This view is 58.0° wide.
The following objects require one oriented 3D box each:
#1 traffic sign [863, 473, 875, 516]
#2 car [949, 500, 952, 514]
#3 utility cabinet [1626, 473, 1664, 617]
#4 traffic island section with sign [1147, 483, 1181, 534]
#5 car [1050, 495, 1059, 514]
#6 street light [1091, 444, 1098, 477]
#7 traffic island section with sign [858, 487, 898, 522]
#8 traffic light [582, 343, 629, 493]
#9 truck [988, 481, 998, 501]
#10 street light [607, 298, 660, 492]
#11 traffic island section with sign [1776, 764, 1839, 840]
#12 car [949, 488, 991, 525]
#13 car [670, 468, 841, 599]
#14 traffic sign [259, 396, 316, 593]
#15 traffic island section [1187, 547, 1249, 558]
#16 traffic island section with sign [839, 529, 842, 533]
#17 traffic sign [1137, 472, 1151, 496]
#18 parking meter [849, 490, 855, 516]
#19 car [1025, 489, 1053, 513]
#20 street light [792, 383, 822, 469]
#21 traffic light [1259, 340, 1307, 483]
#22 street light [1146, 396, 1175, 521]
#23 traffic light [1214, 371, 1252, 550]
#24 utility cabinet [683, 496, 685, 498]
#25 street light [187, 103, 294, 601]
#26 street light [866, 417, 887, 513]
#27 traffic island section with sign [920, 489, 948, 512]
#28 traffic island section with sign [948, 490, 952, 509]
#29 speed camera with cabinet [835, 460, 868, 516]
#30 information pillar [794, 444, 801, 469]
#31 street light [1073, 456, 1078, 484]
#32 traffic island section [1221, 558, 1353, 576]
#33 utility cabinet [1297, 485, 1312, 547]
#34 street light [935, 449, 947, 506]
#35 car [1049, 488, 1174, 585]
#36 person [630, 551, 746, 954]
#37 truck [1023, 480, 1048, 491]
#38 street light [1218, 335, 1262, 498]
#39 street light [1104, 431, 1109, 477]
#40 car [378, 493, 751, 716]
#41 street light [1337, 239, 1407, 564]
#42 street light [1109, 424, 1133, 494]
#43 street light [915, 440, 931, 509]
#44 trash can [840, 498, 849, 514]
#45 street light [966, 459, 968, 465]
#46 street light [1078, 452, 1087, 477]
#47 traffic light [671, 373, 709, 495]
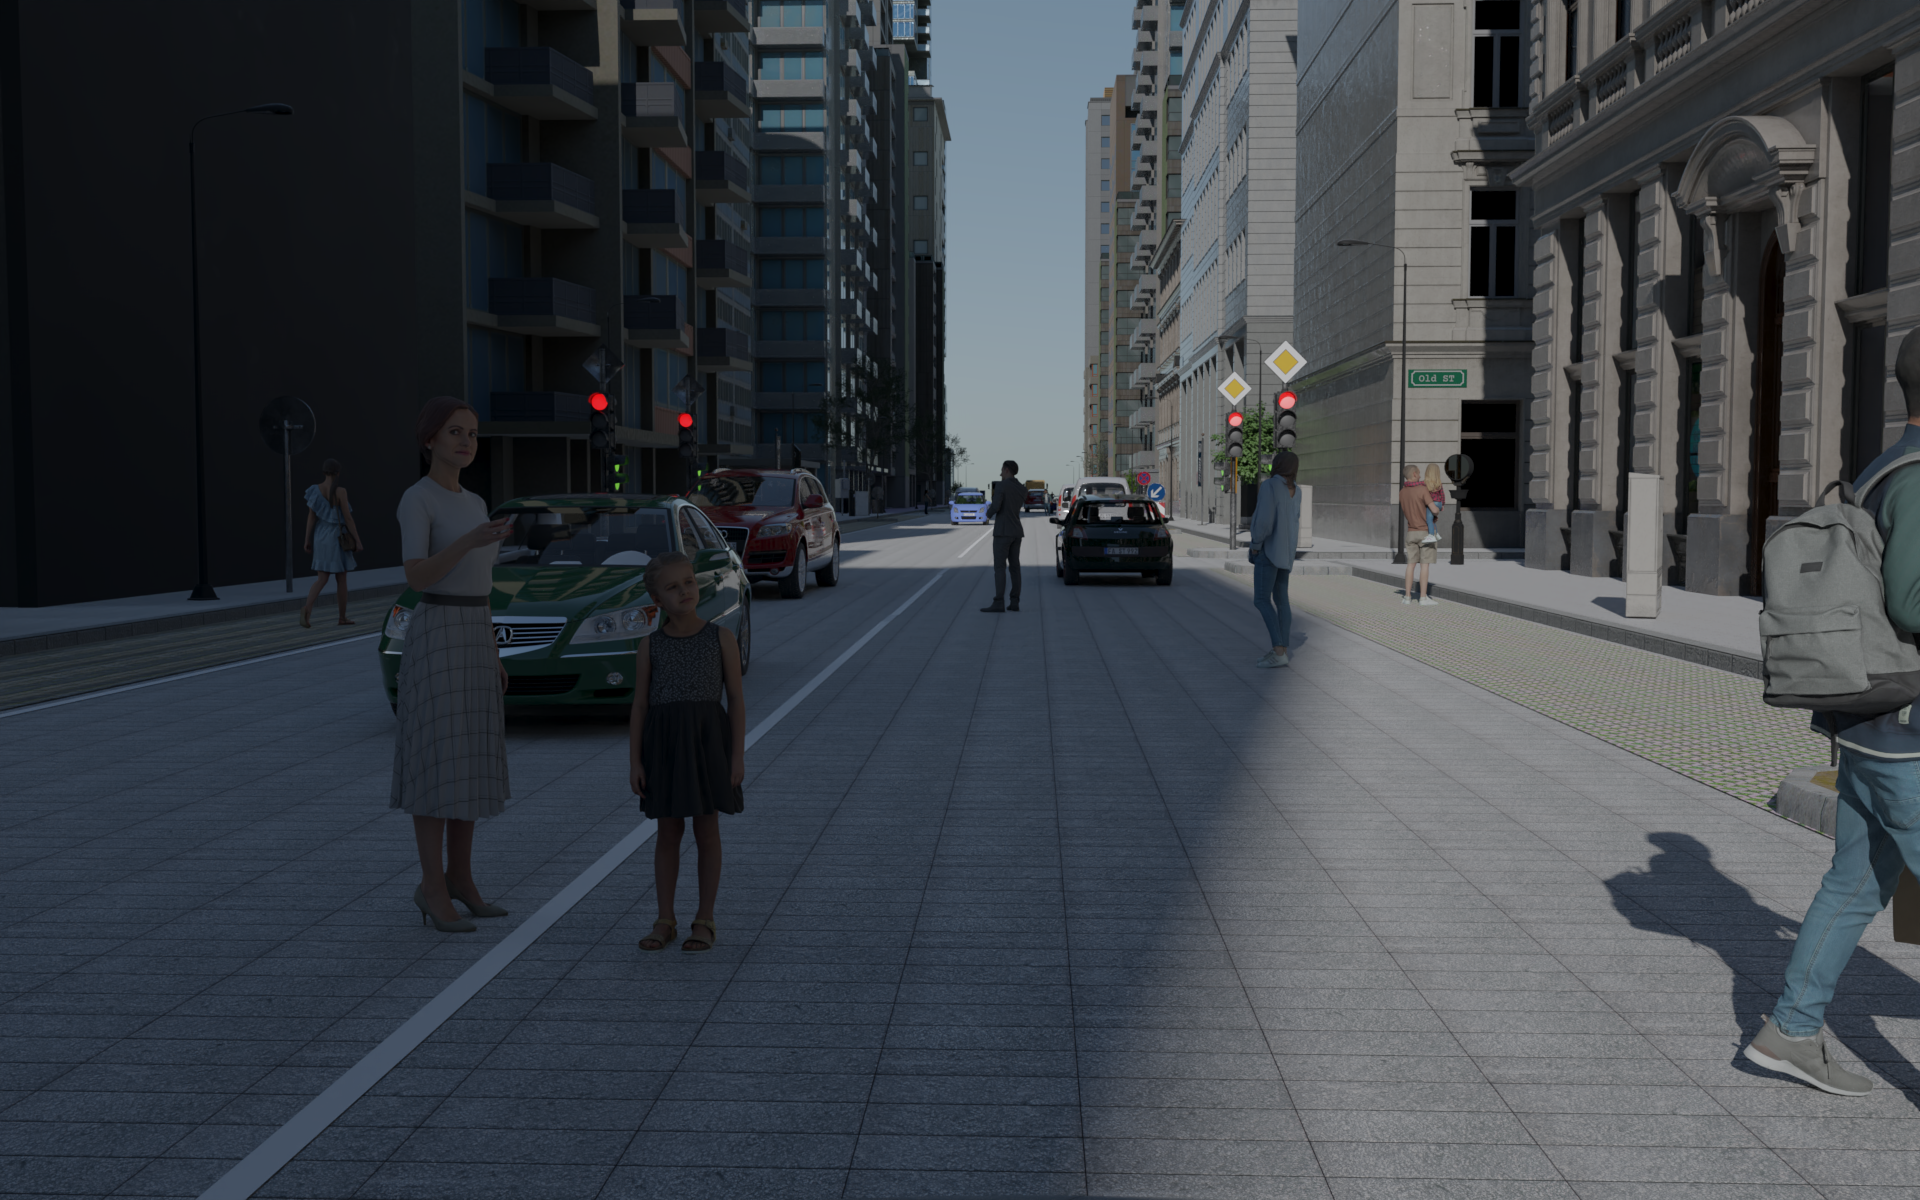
[{"bbox_3d":[-5.404,-6.290,102.946,0.768,2.556,0.104,1,4,10],"label":"traffic sign"},{"bbox_3d":[0.237,-6.899,125.164,2.083,1.381,4.827,0,4,2],"label":"car"},{"bbox_3d":[7.242,-0.586,18.267,0.318,1.500,1.173,2,4,24],"label":"utility cabinet"},{"bbox_3d":[6.928,-3.300,62.582,1.989,1.847,2.006,0,4,2],"label":"traffic island section with sign"},{"bbox_3d":[7.435,-6.991,126.876,1.945,1.354,3.894,0,4,4],"label":"car"},{"bbox_3d":[12.818,-11.454,159.820,1.470,5.913,1.316,0,4,2],"label":"street light"},{"bbox_3d":[-4.249,-4.990,90.208,1.989,1.847,2.006,0,4,2],"label":"traffic island section with sign"},{"bbox_3d":[-6.624,-2.652,32.276,0.839,4.253,0.868,0,4,2],"label":"traffic light"},{"bbox_3d":[5.945,-15.794,254.149,3.469,3.379,9.791,0,4,3],"label":"truck"},{"bbox_3d":[-7.779,-4.194,41.107,1.470,5.913,1.316,0,4,2],"label":"street light"},{"bbox_3d":[4.619,0.087,7.212,1.989,1.847,2.006,0,4,2],"label":"traffic island section with sign"},{"bbox_3d":[0.482,-4.323,80.267,1.945,1.707,3.694,0,4,3],"label":"car"},{"bbox_3d":[-3.029,-1.025,25.426,2.281,1.827,5.304,0,4,4],"label":"car"},{"bbox_3d":[-8.743,-1.370,22.507,0.768,2.556,0.104,0,4,6],"label":"traffic sign"},{"bbox_3d":[6.300,-1.075,39.861,2.009,0.180,2.903,0,4,2],"label":"traffic island section"},{"bbox_3d":[-5.372,-3.342,63.276,1.989,1.847,2.006,0,4,2],"label":"traffic island section with sign"},{"bbox_3d":[10.388,-5.976,97.808,0.768,2.556,0.104,0,4,7],"label":"traffic sign"},{"bbox_3d":[-6.213,-5.576,99.579,0.372,1.533,0.369,0,3,0],"label":"parking meter"},{"bbox_3d":[6.113,-7.739,135.208,2.281,1.827,5.304,0,4,4],"label":"car"},{"bbox_3d":[-6.458,-6.126,72.698,1.470,5.913,1.316,0,4,2],"label":"street light"},{"bbox_3d":[5.928,-2.621,31.771,0.839,4.253,0.868,0,4,2],"label":"traffic light"},{"bbox_3d":[9.538,-6.727,82.534,1.470,5.913,1.316,0,4,2],"label":"street light"},{"bbox_3d":[6.260,-3.109,39.749,0.839,4.253,0.868,0,4,2],"label":"traffic light"},{"bbox_3d":[-7.660,-2.300,48.768,0.306,1.237,1.020,1,4,16],"label":"utility cabinet"},{"bbox_3d":[-8.627,-2.951,20.784,1.470,5.913,1.316,0,4,2],"label":"street light"},{"bbox_3d":[-5.093,-8.060,104.324,1.470,5.913,1.316,0,4,2],"label":"street light"},{"bbox_3d":[-2.203,-7.993,139.316,1.989,1.847,2.006,0,4,2],"label":"traffic island section with sign"},{"bbox_3d":[-1.058,-9.676,166.833,1.989,1.847,2.006,0,4,2],"label":"traffic island section with sign"},{"bbox_3d":[-6.365,-6.573,101.811,2.038,3.252,0.660,-3,5,-41],"label":"speed camera with cabinet"},{"bbox_3d":[-7.368,-5.296,77.942,0.504,3.616,0.183,2,4,32],"label":"information pillar"},{"bbox_3d":[14.848,-14.580,210.923,1.470,5.913,1.316,0,4,2],"label":"street light"},{"bbox_3d":[5.967,-0.587,31.883,2.009,0.180,2.903,0,4,2],"label":"traffic island section"},{"bbox_3d":[8.070,-2.014,41.604,0.318,1.500,1.173,-1,4,-15],"label":"utility cabinet"},{"bbox_3d":[-2.004,-12.712,180.382,1.470,5.913,1.316,0,4,2],"label":"street light"},{"bbox_3d":[2.496,-1.148,28.563,2.009,1.686,4.222,0,4,1],"label":"car"},{"bbox_3d":[-0.857,0.472,5.454,0.362,1.253,0.373,0,4,4],"label":"person"},{"bbox_3d":[10.215,-14.647,235.401,3.469,3.379,9.791,0,4,3],"label":"truck"},{"bbox_3d":[8.232,-4.780,50.701,1.470,5.913,1.316,0,4,2],"label":"street light"},{"bbox_3d":[11.336,-9.500,127.866,1.470,5.913,1.316,0,4,2],"label":"street light"},{"bbox_3d":[-2.609,-0.033,12.341,2.131,1.459,4.920,0,4,1],"label":"car"},{"bbox_3d":[7.563,-3.618,31.690,1.470,5.913,1.316,0,4,2],"label":"street light"},{"bbox_3d":[10.795,-8.657,114.084,1.470,5.913,1.316,0,4,2],"label":"street light"},{"bbox_3d":[-3.197,-10.789,148.940,1.470,5.913,1.316,0,4,2],"label":"street light"},{"bbox_3d":[-7.569,-6.215,113.262,0.748,1.137,0.748,0,3,0],"label":"trash can"},{"bbox_3d":[0.279,-15.820,231.203,1.470,5.913,1.316,0,4,2],"label":"street light"},{"bbox_3d":[14.111,-13.377,191.257,1.470,5.913,1.316,0,4,2],"label":"street light"},{"bbox_3d":[-6.291,-3.140,40.254,0.839,4.253,0.868,0,4,2],"label":"traffic light"}]
